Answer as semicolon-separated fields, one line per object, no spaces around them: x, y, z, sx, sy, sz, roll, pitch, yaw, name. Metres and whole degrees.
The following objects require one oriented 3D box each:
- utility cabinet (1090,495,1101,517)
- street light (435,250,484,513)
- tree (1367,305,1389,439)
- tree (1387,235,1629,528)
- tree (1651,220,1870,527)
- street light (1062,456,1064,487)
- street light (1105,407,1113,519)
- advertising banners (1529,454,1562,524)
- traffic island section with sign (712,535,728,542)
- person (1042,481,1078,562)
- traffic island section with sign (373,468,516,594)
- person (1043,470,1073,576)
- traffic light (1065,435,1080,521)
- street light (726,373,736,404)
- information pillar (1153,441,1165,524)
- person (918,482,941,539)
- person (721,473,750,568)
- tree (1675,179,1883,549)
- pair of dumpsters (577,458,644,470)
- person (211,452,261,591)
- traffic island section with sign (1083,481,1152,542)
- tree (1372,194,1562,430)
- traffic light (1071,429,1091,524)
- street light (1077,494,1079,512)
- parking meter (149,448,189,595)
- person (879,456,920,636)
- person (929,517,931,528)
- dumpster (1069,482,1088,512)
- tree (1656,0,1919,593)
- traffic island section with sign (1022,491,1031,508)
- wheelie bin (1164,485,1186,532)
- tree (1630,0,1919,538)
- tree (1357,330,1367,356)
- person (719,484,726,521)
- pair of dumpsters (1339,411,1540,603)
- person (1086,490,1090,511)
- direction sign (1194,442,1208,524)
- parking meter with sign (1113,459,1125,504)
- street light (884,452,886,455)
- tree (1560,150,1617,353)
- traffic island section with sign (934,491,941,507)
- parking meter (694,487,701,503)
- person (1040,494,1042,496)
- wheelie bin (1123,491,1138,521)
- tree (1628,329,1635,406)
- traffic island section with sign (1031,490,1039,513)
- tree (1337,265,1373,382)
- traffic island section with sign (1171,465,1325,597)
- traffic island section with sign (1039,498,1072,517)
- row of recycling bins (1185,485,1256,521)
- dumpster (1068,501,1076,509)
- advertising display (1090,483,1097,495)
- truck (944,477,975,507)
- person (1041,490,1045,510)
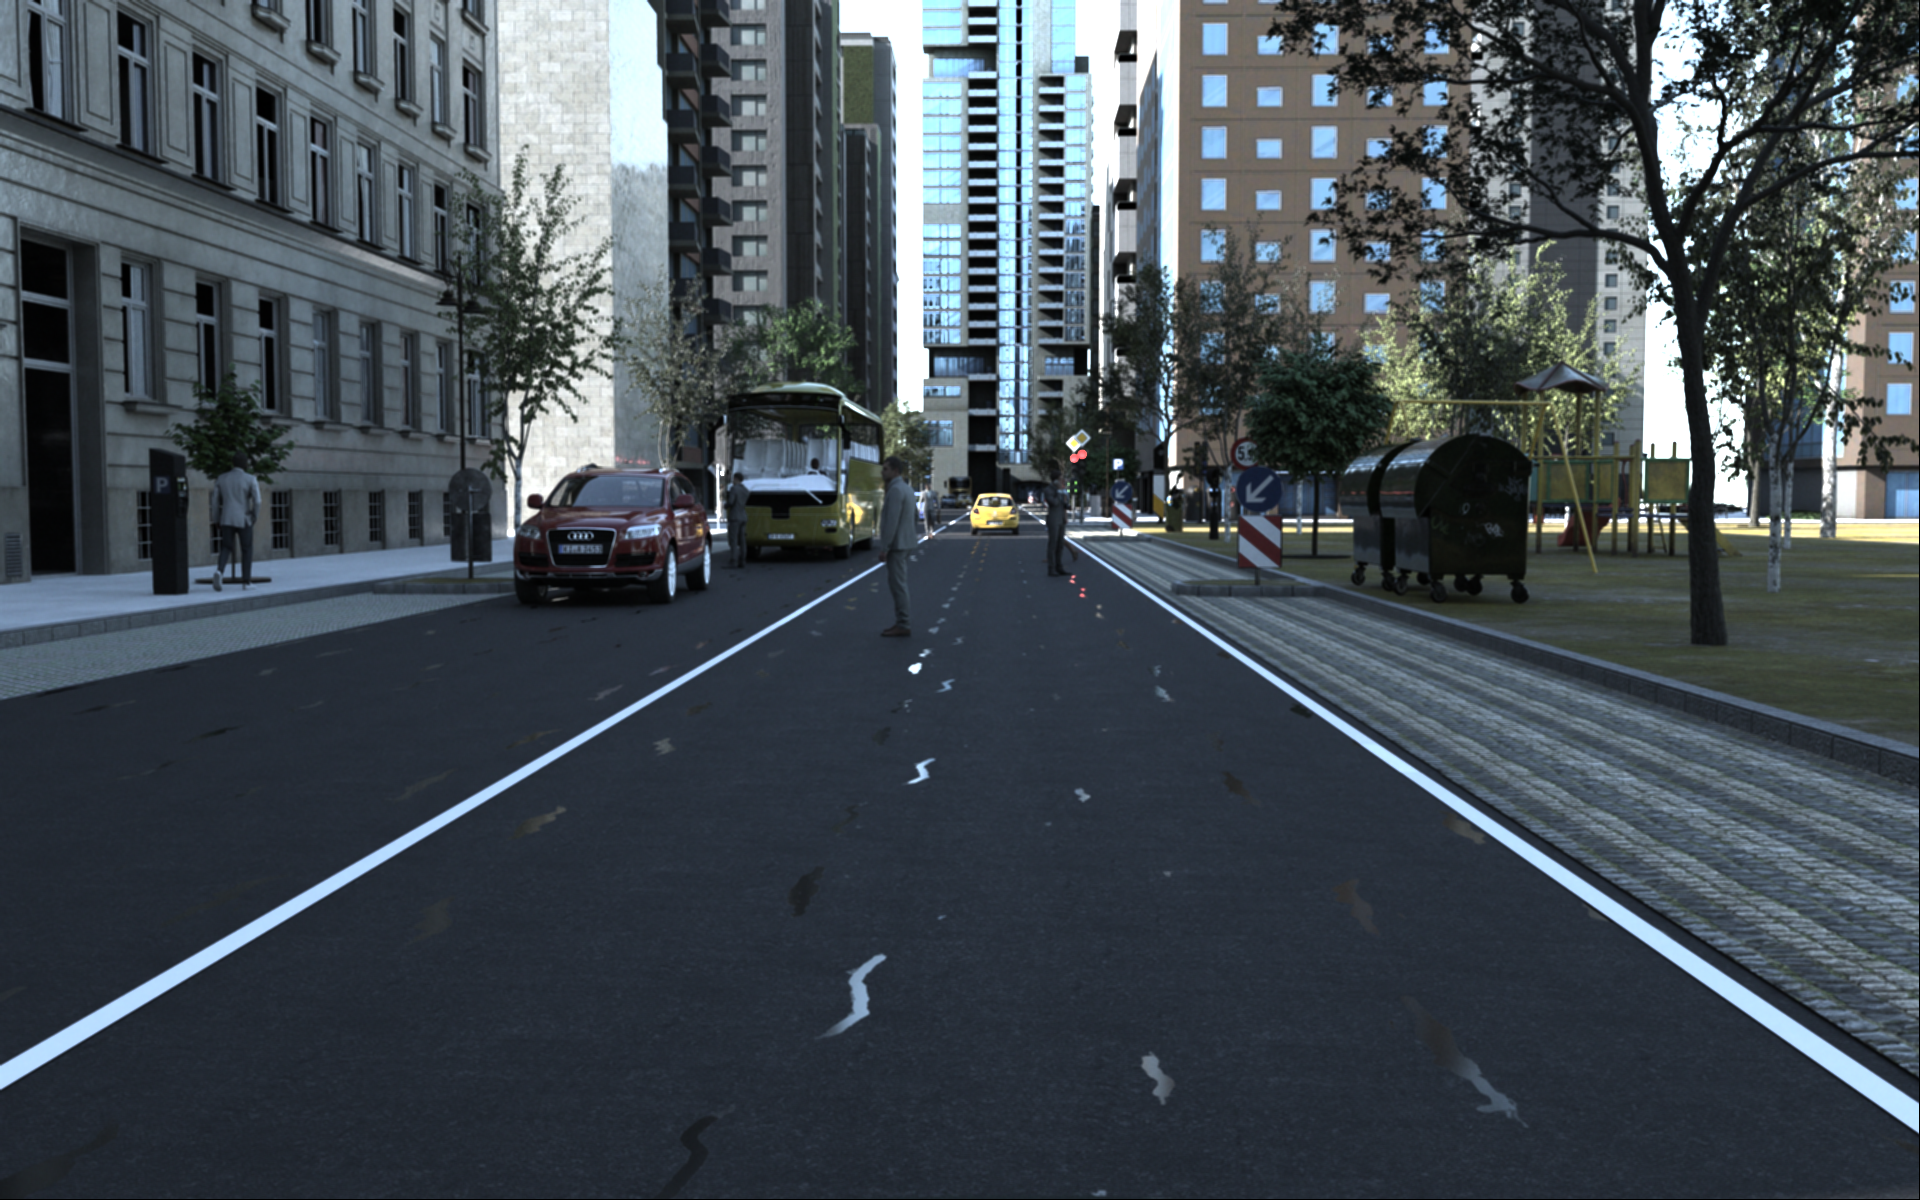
7.506;-5.174;95.758;0.306;1.237;1.020;-1;4;-14;utility cabinet
-9.512;-3.688;33.079;0.468;5.910;1.993;0;4;1;street light
16.749;-6.740;60.568;4.737;8.622;4.395;0;3;0;tree
15.104;-5.982;48.164;4.737;8.622;4.395;0;3;0;tree
30.920;-8.647;67.136;9.928;11.665;9.643;0;3;0;tree
9.349;-11.282;157.252;0.468;5.910;1.993;0;4;1;street light
7.668;-7.165;89.937;0.468;5.910;1.993;0;4;1;street light
24.724;-4.761;74.029;2.074;3.025;0.090;0;4;-6;advertising banners
-6.682;-2.697;52.731;1.989;1.847;2.006;0;4;1;traffic island section with sign
2.078;-1.708;36.513;0.778;1.811;0.616;-1;4;-18;person
-7.341;-1.034;25.539;1.989;1.847;2.006;0;4;1;traffic island section with sign
1.758;-1.351;30.390;0.447;1.846;0.655;2;4;30;person
5.413;-5.725;82.530;0.839;4.253;0.868;0;4;1;traffic light
-8.668;-5.706;66.082;0.468;5.910;1.993;0;4;1;street light
8.603;-5.106;74.832;0.504;3.616;0.183;0;4;1;information pillar
-0.974;-2.871;55.555;0.709;1.813;0.853;-1;4;-14;person
-4.380;-1.543;33.542;0.447;1.846;0.655;2;4;28;person
19.230;-5.510;40.450;4.737;8.622;4.395;0;3;0;tree
-9.243;-2.658;45.959;1.574;2.255;4.437;0;4;1;pair of dumpsters
-9.619;-1.047;23.004;0.661;1.843;0.795;0;4;-1;person
4.731;-2.675;52.359;1.989;1.847;2.006;0;4;1;traffic island section with sign
12.764;-5.681;43.247;4.360;8.622;3.978;0;3;0;tree
5.222;-5.237;74.547;0.839;4.253;0.868;0;4;1;traffic light
8.469;-9.244;123.926;0.468;5.910;1.993;0;4;1;street light
-10.091;-1.004;22.122;0.399;1.863;0.255;1;4;9;parking meter
-0.626;-0.545;17.508;0.391;1.810;0.635;0;4;6;person
-1.199;-3.644;72.754;0.373;1.253;0.362;-2;4;-23;person
8.570;-7.564;126.157;1.502;2.255;1.985;0;4;1;dumpster
10.546;-4.388;22.106;4.360;8.622;3.978;0;3;0;tree
7.901;-10.749;184.368;1.989;1.847;2.006;0;4;1;traffic island section with sign
7.305;-3.110;58.761;0.693;1.594;0.980;1;4;13;wheelie bin
26.663;-11.954;51.336;12.611;20.169;13.585;0;3;0;tree
17.114;-7.148;67.239;4.737;8.622;4.395;0;3;0;tree
-11.222;-4.619;82.114;0.519;1.759;0.362;2;4;31;person
6.095;-1.212;22.312;1.574;2.255;4.437;0;4;1;pair of dumpsters
9.773;-7.648;132.905;0.330;1.601;0.589;3;4;36;person
10.428;-5.077;75.011;0.379;3.537;0.876;-2;4;-30;direction sign
7.808;-5.416;84.815;0.543;3.016;1.738;0;4;0;parking meter with sign
-6.616;-10.813;149.580;0.468;5.910;1.993;0;4;1;street light
13.761;-4.959;31.446;4.360;8.622;3.978;0;3;0;tree
-2.868;-12.415;211.605;1.989;1.847;2.006;0;4;1;traffic island section with sign
-9.050;-3.112;59.293;0.372;1.533;0.369;0;3;0;parking meter
11.011;-13.501;226.418;1.348;1.869;0.705;-2;4;-35;person
7.970;-4.529;81.962;0.693;1.594;0.980;2;4;31;wheelie bin
22.363;-6.876;62.787;4.737;8.622;4.395;0;3;0;tree
6.691;-7.679;134.182;1.989;1.847;2.006;0;4;1;traffic island section with sign
11.025;-6.392;54.872;4.360;8.622;3.978;0;3;0;tree
4.076;-0.994;24.880;1.989;1.847;2.006;0;4;1;traffic island section with sign
6.044;-6.031;107.234;1.989;1.847;2.006;0;4;1;traffic island section with sign
12.425;-4.581;82.013;3.534;1.692;1.069;1;4;9;row of recycling bins
9.188;-8.508;144.865;1.264;1.857;1.865;0;4;1;dumpster
8.002;-6.038;103.935;0.123;1.923;0.974;1;4;22;advertising display
0.027;-12.310;197.184;3.469;3.379;9.791;0;4;1;truck
6.764;-8.073;140.763;0.793;1.790;0.793;3;5;39;person
